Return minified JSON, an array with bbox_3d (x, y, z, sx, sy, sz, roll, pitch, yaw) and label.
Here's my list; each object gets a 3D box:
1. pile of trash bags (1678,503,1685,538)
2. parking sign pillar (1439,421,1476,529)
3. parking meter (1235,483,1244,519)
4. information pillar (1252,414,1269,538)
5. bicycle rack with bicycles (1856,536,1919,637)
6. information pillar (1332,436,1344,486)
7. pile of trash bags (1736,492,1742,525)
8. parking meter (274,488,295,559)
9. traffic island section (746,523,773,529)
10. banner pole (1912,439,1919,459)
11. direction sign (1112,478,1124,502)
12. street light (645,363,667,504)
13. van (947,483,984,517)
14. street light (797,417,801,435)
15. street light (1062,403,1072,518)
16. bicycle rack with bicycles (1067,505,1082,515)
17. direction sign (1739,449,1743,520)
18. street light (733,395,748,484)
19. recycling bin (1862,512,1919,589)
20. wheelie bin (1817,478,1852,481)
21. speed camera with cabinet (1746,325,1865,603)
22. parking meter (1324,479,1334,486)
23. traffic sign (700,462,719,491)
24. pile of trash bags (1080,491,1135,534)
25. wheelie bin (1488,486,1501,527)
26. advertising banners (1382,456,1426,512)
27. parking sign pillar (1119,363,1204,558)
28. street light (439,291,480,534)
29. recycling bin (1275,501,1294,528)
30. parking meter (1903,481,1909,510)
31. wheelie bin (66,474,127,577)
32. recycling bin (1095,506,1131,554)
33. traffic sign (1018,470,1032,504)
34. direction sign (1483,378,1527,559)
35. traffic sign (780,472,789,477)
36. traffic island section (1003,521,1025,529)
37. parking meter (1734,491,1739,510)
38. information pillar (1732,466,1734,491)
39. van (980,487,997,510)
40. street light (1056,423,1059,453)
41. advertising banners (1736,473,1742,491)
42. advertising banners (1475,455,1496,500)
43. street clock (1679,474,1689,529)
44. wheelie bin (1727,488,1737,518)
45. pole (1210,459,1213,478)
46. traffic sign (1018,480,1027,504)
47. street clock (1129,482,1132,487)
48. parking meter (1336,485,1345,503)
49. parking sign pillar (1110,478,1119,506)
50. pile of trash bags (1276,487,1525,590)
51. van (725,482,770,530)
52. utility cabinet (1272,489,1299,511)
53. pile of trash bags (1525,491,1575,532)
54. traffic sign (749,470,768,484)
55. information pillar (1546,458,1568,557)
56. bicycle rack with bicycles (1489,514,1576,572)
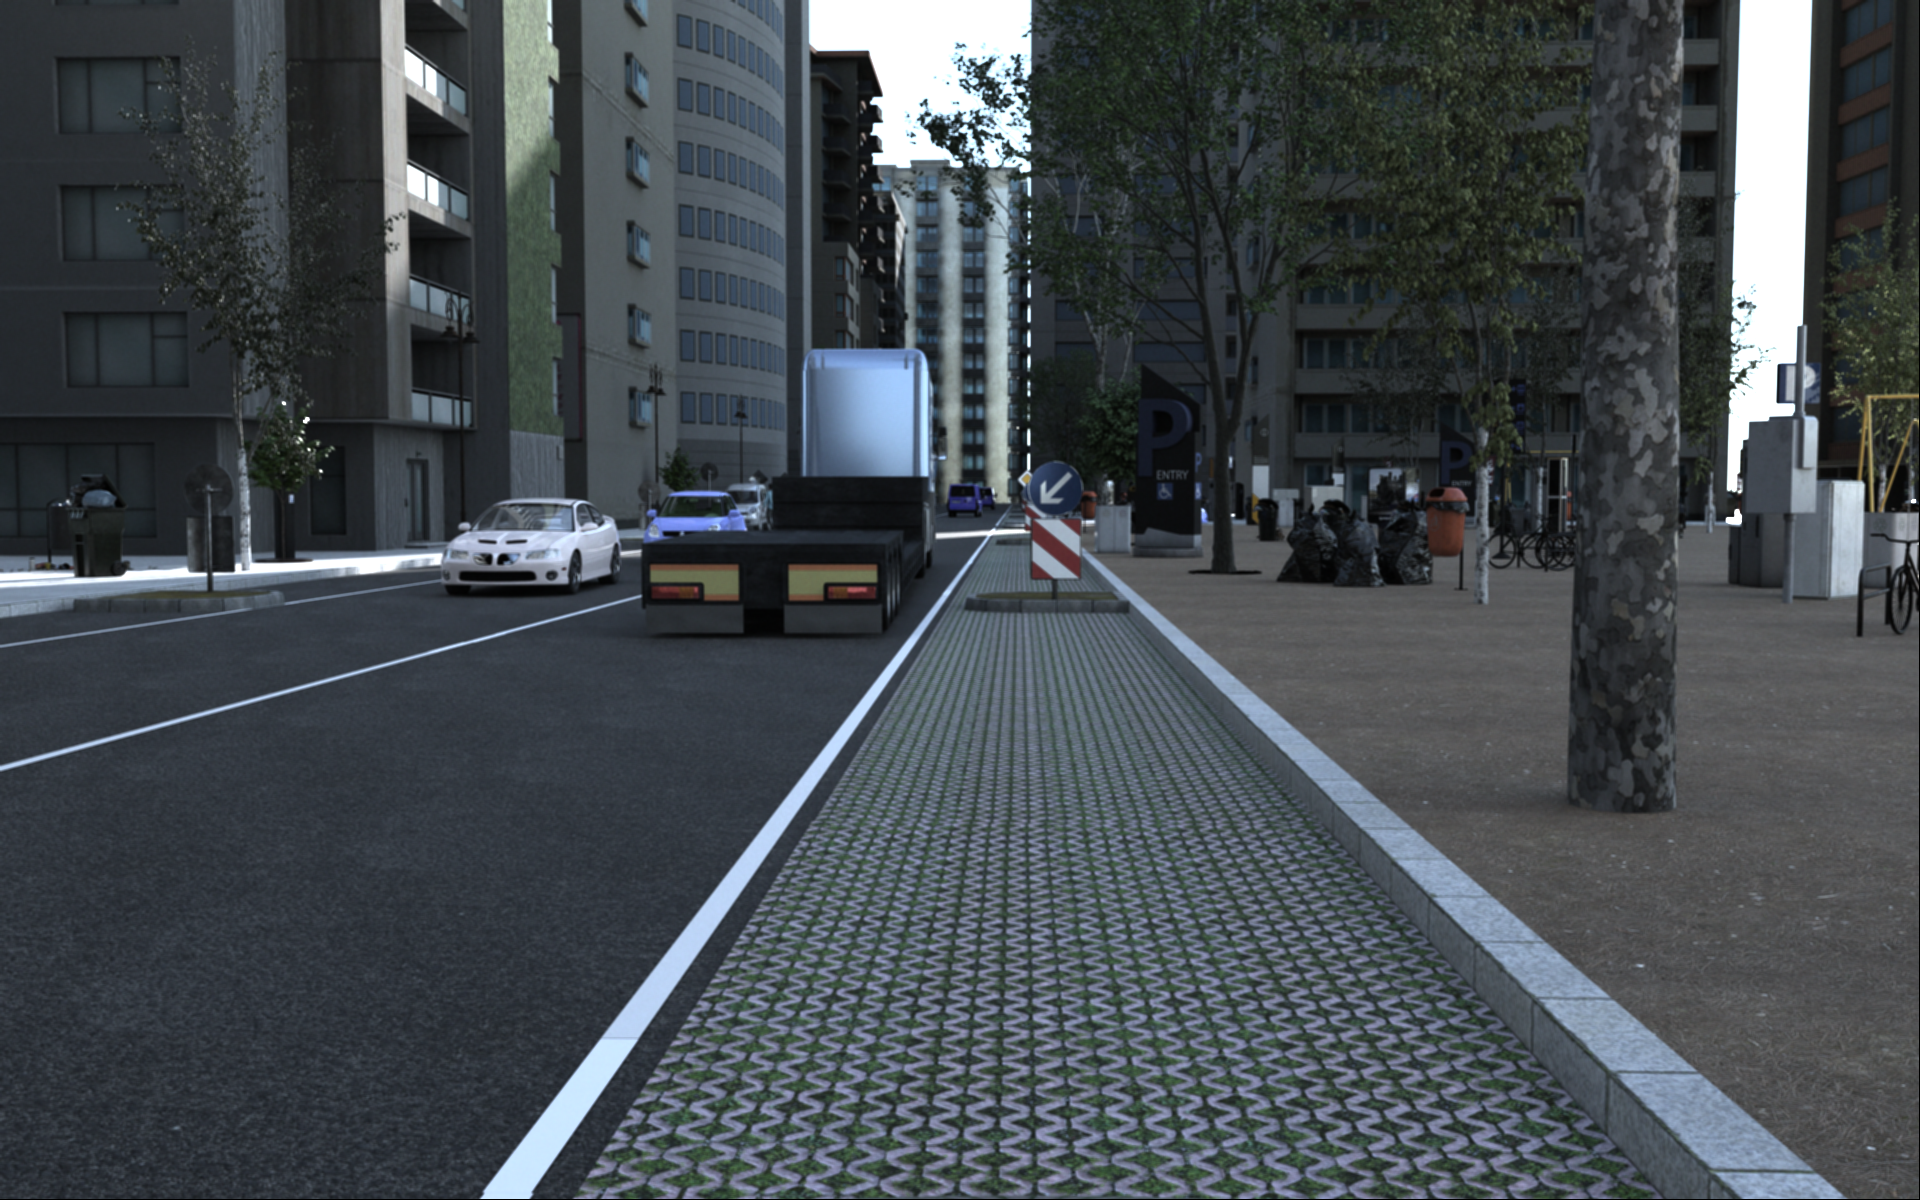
[{"bbox_3d":[20.119,-2.493,50.507,1.912,1.369,3.447,1,4,19],"label":"pile of trash bags"},{"bbox_3d":[18.258,-4.593,63.572,1.447,3.967,1.447,1,4,18],"label":"parking sign pillar"},{"bbox_3d":[14.238,-5.045,88.197,0.399,1.863,0.255,-3,4,-37],"label":"parking meter"},{"bbox_3d":[8.741,-3.605,50.300,0.504,3.616,0.183,0,4,-3],"label":"information pillar"},{"bbox_3d":[9.525,-0.149,15.818,2.852,0.926,2.925,3,4,36],"label":"bicycle rack with bicycles"},{"bbox_3d":[15.163,-4.776,69.436,0.504,3.616,0.183,0,4,-6],"label":"information pillar"},{"bbox_3d":[31.411,-3.462,66.349,1.912,1.369,3.447,-3,4,-37],"label":"pile of trash bags"},{"bbox_3d":[-13.469,-1.597,34.519,0.372,1.533,0.369,0,3,0],"label":"parking meter"},{"bbox_3d":[-8.349,-3.020,71.663,2.009,0.180,2.903,0,4,2],"label":"traffic island section"},{"bbox_3d":[43.450,-5.433,78.846,0.401,3.779,0.863,1,4,9],"label":"banner pole"},{"bbox_3d":[10.072,-7.264,110.764,0.876,3.537,0.379,3,4,36],"label":"direction sign"},{"bbox_3d":[-10.694,-5.400,61.079,0.468,5.910,1.993,0,4,2],"label":"street light"},{"bbox_3d":[0.330,-6.378,108.660,2.240,2.365,5.245,0,4,4],"label":"van"},{"bbox_3d":[-9.279,-7.878,101.586,0.468,5.910,1.993,0,4,2],"label":"street light"},{"bbox_3d":[5.392,-7.020,87.572,0.468,5.910,1.993,0,4,2],"label":"street light"},{"bbox_3d":[7.098,-5.754,107.455,2.852,0.926,2.925,-2,4,-27],"label":"bicycle rack with bicycles"},{"bbox_3d":[39.544,-5.827,87.271,0.876,3.537,0.379,-2,4,-30],"label":"direction sign"},{"bbox_3d":[-10.077,-6.546,79.821,0.468,5.910,1.993,0,4,2],"label":"street light"},{"bbox_3d":[12.615,-0.685,23.751,0.722,1.027,0.722,-3,4,-37],"label":"recycling bin"},{"bbox_3d":[17.105,-1.588,33.876,0.693,1.594,0.980,-3,4,-38],"label":"wheelie bin"},{"bbox_3d":[10.252,-1.629,20.965,2.038,3.252,0.660,-3,5,-41],"label":"speed camera with cabinet"},{"bbox_3d":[13.769,-3.612,64.761,0.399,1.863,0.255,0,4,7],"label":"parking meter"},{"bbox_3d":[-10.104,-4.261,69.771,0.768,2.556,0.104,0,4,8],"label":"traffic sign"},{"bbox_3d":[5.430,-2.873,56.729,3.447,1.369,1.912,2,4,33],"label":"pile of trash bags"},{"bbox_3d":[20.464,-3.603,66.819,0.693,1.594,0.980,-3,5,-40],"label":"wheelie bin"},{"bbox_3d":[20.502,-5.127,80.007,2.074,3.025,0.090,2,4,32],"label":"advertising banners"},{"bbox_3d":[4.260,-2.867,35.351,1.447,3.967,1.447,2,4,29],"label":"parking sign pillar"},{"bbox_3d":[-11.395,-4.087,39.610,0.468,5.910,1.993,0,4,2],"label":"street light"},{"bbox_3d":[12.521,-3.314,66.746,0.722,1.027,0.722,0,4,-5],"label":"recycling bin"},{"bbox_3d":[43.857,-4.558,80.232,0.255,1.863,0.399,2,4,28],"label":"parking meter"},{"bbox_3d":[-13.403,-1.161,26.887,0.980,1.594,0.693,2,4,31],"label":"wheelie bin"},{"bbox_3d":[3.319,-1.538,37.692,0.722,1.027,0.722,0,4,-1],"label":"recycling bin"},{"bbox_3d":[2.761,-4.132,71.199,0.795,2.450,0.064,0,4,2],"label":"traffic sign"},{"bbox_3d":[10.748,-2.585,34.262,0.876,3.537,0.379,3,5,41],"label":"direction sign"},{"bbox_3d":[-8.050,-4.645,79.581,0.795,2.450,0.064,0,4,2],"label":"traffic sign"},{"bbox_3d":[3.061,-3.485,79.256,2.009,0.180,2.903,0,4,2],"label":"traffic island section"},{"bbox_3d":[62.923,-8.076,140.446,0.372,1.533,0.369,0,3,0],"label":"parking meter"},{"bbox_3d":[63.766,-9.273,142.972,0.183,3.616,0.504,1,4,22],"label":"information pillar"},{"bbox_3d":[2.257,-9.550,160.533,2.240,2.365,5.245,0,4,3],"label":"van"},{"bbox_3d":[6.166,-8.396,110.055,0.468,5.910,1.993,0,4,2],"label":"street light"},{"bbox_3d":[63.871,-9.026,143.768,2.074,3.025,0.090,1,4,15],"label":"advertising banners"},{"bbox_3d":[23.182,-5.029,78.413,2.074,3.025,0.090,1,4,23],"label":"advertising banners"},{"bbox_3d":[26.581,-3.612,63.634,0.358,2.002,0.471,1,4,21],"label":"street clock"},{"bbox_3d":[41.949,-5.286,94.340,0.693,1.594,0.980,2,4,23],"label":"wheelie bin"},{"bbox_3d":[15.574,-6.927,107.097,0.158,3.312,0.155,0,3,0],"label":"pole"},{"bbox_3d":[3.037,-4.620,79.179,0.795,2.450,0.064,0,4,2],"label":"traffic sign"},{"bbox_3d":[9.817,-5.729,98.240,0.471,2.002,0.358,-1,4,-8],"label":"street clock"},{"bbox_3d":[10.325,-2.385,47.404,0.372,1.533,0.369,0,3,0],"label":"parking meter"},{"bbox_3d":[9.856,-7.655,113.635,1.447,3.967,1.447,-1,4,-16],"label":"parking sign pillar"},{"bbox_3d":[5.986,-0.895,24.387,1.912,1.369,3.447,-1,4,-21],"label":"pile of trash bags"},{"bbox_3d":[-8.381,-3.679,67.170,2.013,2.044,4.112,0,4,1],"label":"van"},{"bbox_3d":[14.714,-4.260,78.335,1.173,1.500,0.318,0,4,-4],"label":"utility cabinet"},{"bbox_3d":[18.736,-2.818,55.820,1.912,1.369,3.447,-1,4,-13],"label":"pile of trash bags"},{"bbox_3d":[-8.326,-4.156,71.600,0.795,2.450,0.064,0,4,2],"label":"traffic sign"},{"bbox_3d":[12.164,-1.885,35.304,0.304,2.012,0.304,3,5,42],"label":"information pillar"},{"bbox_3d":[10.453,-0.987,29.515,2.925,0.926,2.852,0,4,5],"label":"bicycle rack with bicycles"}]
